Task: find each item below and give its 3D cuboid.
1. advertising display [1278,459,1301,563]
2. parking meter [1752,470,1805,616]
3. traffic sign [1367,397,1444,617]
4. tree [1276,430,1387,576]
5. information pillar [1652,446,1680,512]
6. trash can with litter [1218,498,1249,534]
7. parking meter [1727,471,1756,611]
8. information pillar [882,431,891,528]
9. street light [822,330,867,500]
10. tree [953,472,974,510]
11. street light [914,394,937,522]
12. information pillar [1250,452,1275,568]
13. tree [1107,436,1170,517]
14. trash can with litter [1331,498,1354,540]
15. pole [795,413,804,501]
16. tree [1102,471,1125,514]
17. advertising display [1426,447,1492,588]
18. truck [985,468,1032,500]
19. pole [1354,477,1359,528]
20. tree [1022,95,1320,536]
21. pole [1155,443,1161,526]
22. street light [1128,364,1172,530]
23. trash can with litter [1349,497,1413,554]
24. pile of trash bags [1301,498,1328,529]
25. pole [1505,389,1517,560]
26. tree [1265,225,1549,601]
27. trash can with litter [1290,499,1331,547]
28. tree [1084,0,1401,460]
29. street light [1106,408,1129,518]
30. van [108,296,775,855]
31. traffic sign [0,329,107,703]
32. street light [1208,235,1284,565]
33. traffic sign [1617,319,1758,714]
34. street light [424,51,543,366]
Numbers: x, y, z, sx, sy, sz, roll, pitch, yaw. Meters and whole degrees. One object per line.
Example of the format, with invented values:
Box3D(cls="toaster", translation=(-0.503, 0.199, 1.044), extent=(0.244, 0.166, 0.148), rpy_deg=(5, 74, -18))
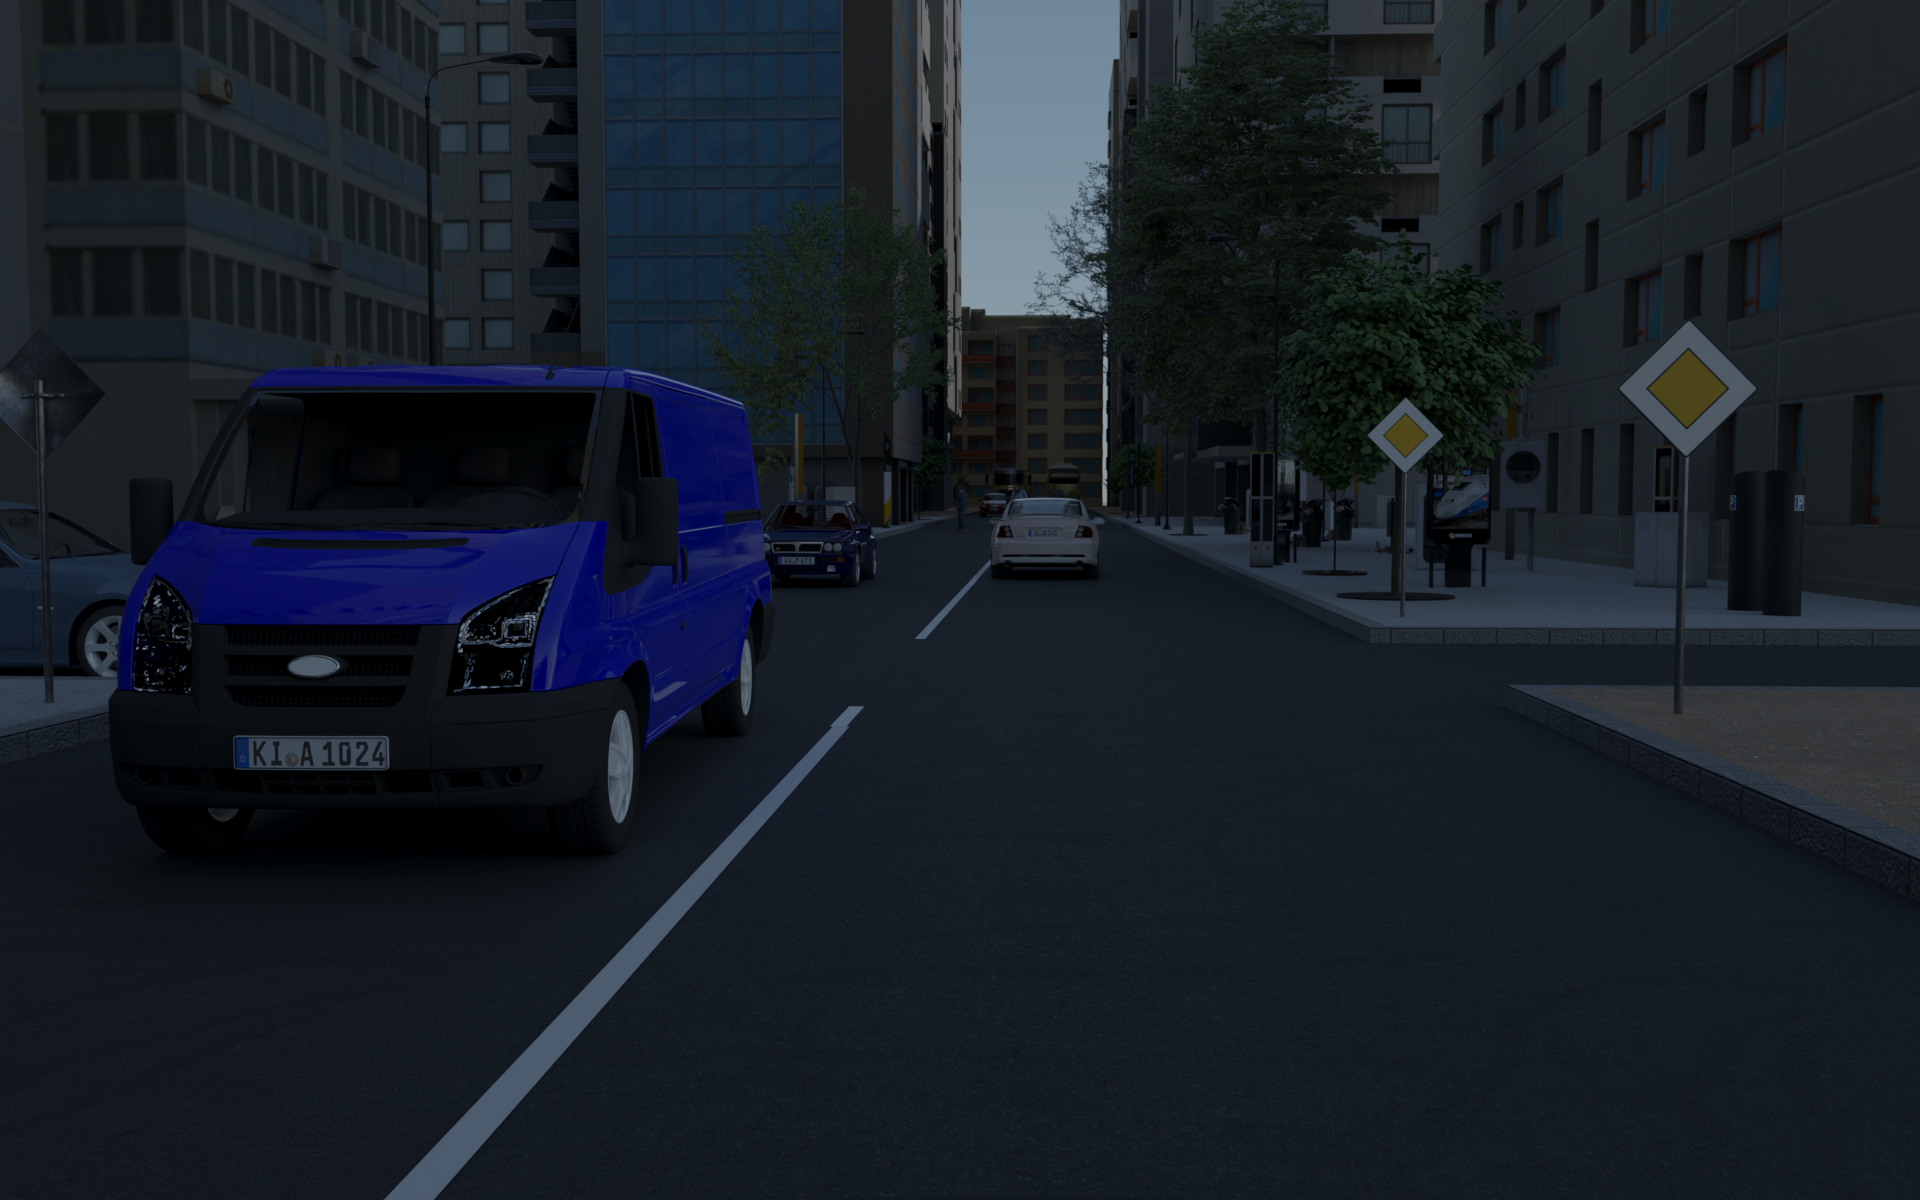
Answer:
Box3D(cls="advertising display", translation=(6.077, -1.675, 32.599), extent=(0.123, 1.923, 0.974), rpy_deg=(-1, 4, -22))
Box3D(cls="parking meter", translation=(8.706, -0.605, 18.306), extent=(0.372, 1.533, 0.369), rpy_deg=(0, 3, 0))
Box3D(cls="traffic sign", translation=(4.615, -0.879, 18.012), extent=(0.795, 2.450, 0.064), rpy_deg=(0, 4, 3))
Box3D(cls="tree", translation=(6.092, -2.010, 27.471), extent=(1.663, 3.219, 1.824), rpy_deg=(0, 3, 0))
Box3D(cls="information pillar", translation=(10.767, -1.342, 26.432), extent=(0.304, 2.012, 0.304), rpy_deg=(3, 5, 39))
Box3D(cls="trash can with litter", translation=(8.712, -2.668, 55.002), extent=(0.624, 1.170, 1.055), rpy_deg=(3, 5, 41))
Box3D(cls="parking meter", translation=(8.688, -0.654, 19.107), extent=(0.372, 1.533, 0.369), rpy_deg=(0, 3, 0))
Box3D(cls="information pillar", translation=(-2.715, -4.484, 64.669), extent=(0.183, 3.616, 0.504), rpy_deg=(1, 4, 22))
Box3D(cls="street light", translation=(-3.344, -4.695, 49.306), extent=(1.470, 5.913, 1.316), rpy_deg=(0, 4, 3))
Box3D(cls="tree", translation=(0.013, -8.796, 138.408), extent=(1.663, 3.219, 1.824), rpy_deg=(0, 3, 0))
Box3D(cls="street light", translation=(-1.746, -6.613, 80.655), extent=(1.470, 5.913, 1.316), rpy_deg=(0, 4, 3))
Box3D(cls="information pillar", translation=(5.271, -1.573, 30.218), extent=(0.304, 2.012, 0.304), rpy_deg=(-2, 4, -32))
Box3D(cls="tree", translation=(9.785, -6.868, 95.999), extent=(4.285, 4.588, 4.351), rpy_deg=(0, 3, 0))
Box3D(cls="trash can with litter", translation=(10.498, -2.246, 48.108), extent=(0.624, 1.170, 1.055), rpy_deg=(-1, 4, -17))
Box3D(cls="pole", translation=(-4.067, -3.060, 43.872), extent=(0.158, 3.312, 0.155), rpy_deg=(0, 3, 0))
Box3D(cls="tree", translation=(10.204, -7.340, 114.617), extent=(1.663, 3.219, 1.824), rpy_deg=(0, 3, 0))
Box3D(cls="advertising display", translation=(6.856, -1.137, 23.802), extent=(0.974, 1.923, 0.123), rpy_deg=(-1, 4, -19))
Box3D(cls="truck", translation=(3.888, -8.380, 132.937), extent=(3.469, 3.379, 9.791), rpy_deg=(0, 4, 4))
Box3D(cls="pole", translation=(14.900, -4.357, 65.081), extent=(0.158, 3.312, 0.155), rpy_deg=(0, 3, 0))
Box3D(cls="tree", translation=(7.009, -8.737, 53.212), extent=(12.009, 13.543, 11.850), rpy_deg=(0, 3, 0))
Box3D(cls="pole", translation=(7.981, -4.645, 69.793), extent=(0.158, 3.312, 0.155), rpy_deg=(0, 3, 0))
Box3D(cls="street light", translation=(6.905, -5.476, 62.080), extent=(1.470, 5.913, 1.316), rpy_deg=(0, 4, 3))
Box3D(cls="trash can with litter", translation=(9.354, -1.642, 37.903), extent=(1.678, 1.210, 2.233), rpy_deg=(1, 4, 14))
Box3D(cls="pile of trash bags", translation=(12.375, -3.311, 63.887), extent=(3.447, 1.369, 1.912), rpy_deg=(0, 4, 5))
Box3D(cls="pole", translation=(10.714, -2.436, 33.672), extent=(0.158, 3.312, 0.155), rpy_deg=(0, 3, 0))
Box3D(cls="tree", translation=(5.399, -2.296, 21.261), extent=(4.285, 4.588, 4.351), rpy_deg=(0, 3, 0))
Box3D(cls="trash can with litter", translation=(8.347, -1.871, 41.970), extent=(0.624, 1.170, 1.055), rpy_deg=(-2, 4, -26))
Box3D(cls="tree", translation=(6.598, -7.449, 39.914), extent=(7.486, 12.596, 7.792), rpy_deg=(0, 3, 0))
Box3D(cls="street light", translation=(8.504, -7.369, 93.022), extent=(1.470, 5.913, 1.316), rpy_deg=(0, 4, 3))
Box3D(cls="van", translation=(-2.223, -0.262, 8.674), extent=(2.240, 2.365, 5.245), rpy_deg=(0, 4, 1))
Box3D(cls="traffic sign", translation=(-5.594, -0.425, 10.584), extent=(0.795, 2.450, 0.064), rpy_deg=(0, 4, 3))
Box3D(cls="street light", translation=(5.135, -3.584, 31.147), extent=(1.470, 5.913, 1.316), rpy_deg=(0, 4, 3))
Box3D(cls="traffic sign", translation=(4.185, -0.391, 10.039), extent=(0.795, 2.450, 0.064), rpy_deg=(0, 4, 3))
Box3D(cls="street light", translation=(-5.074, -2.803, 18.371), extent=(1.470, 5.913, 1.316), rpy_deg=(0, 4, 3))
